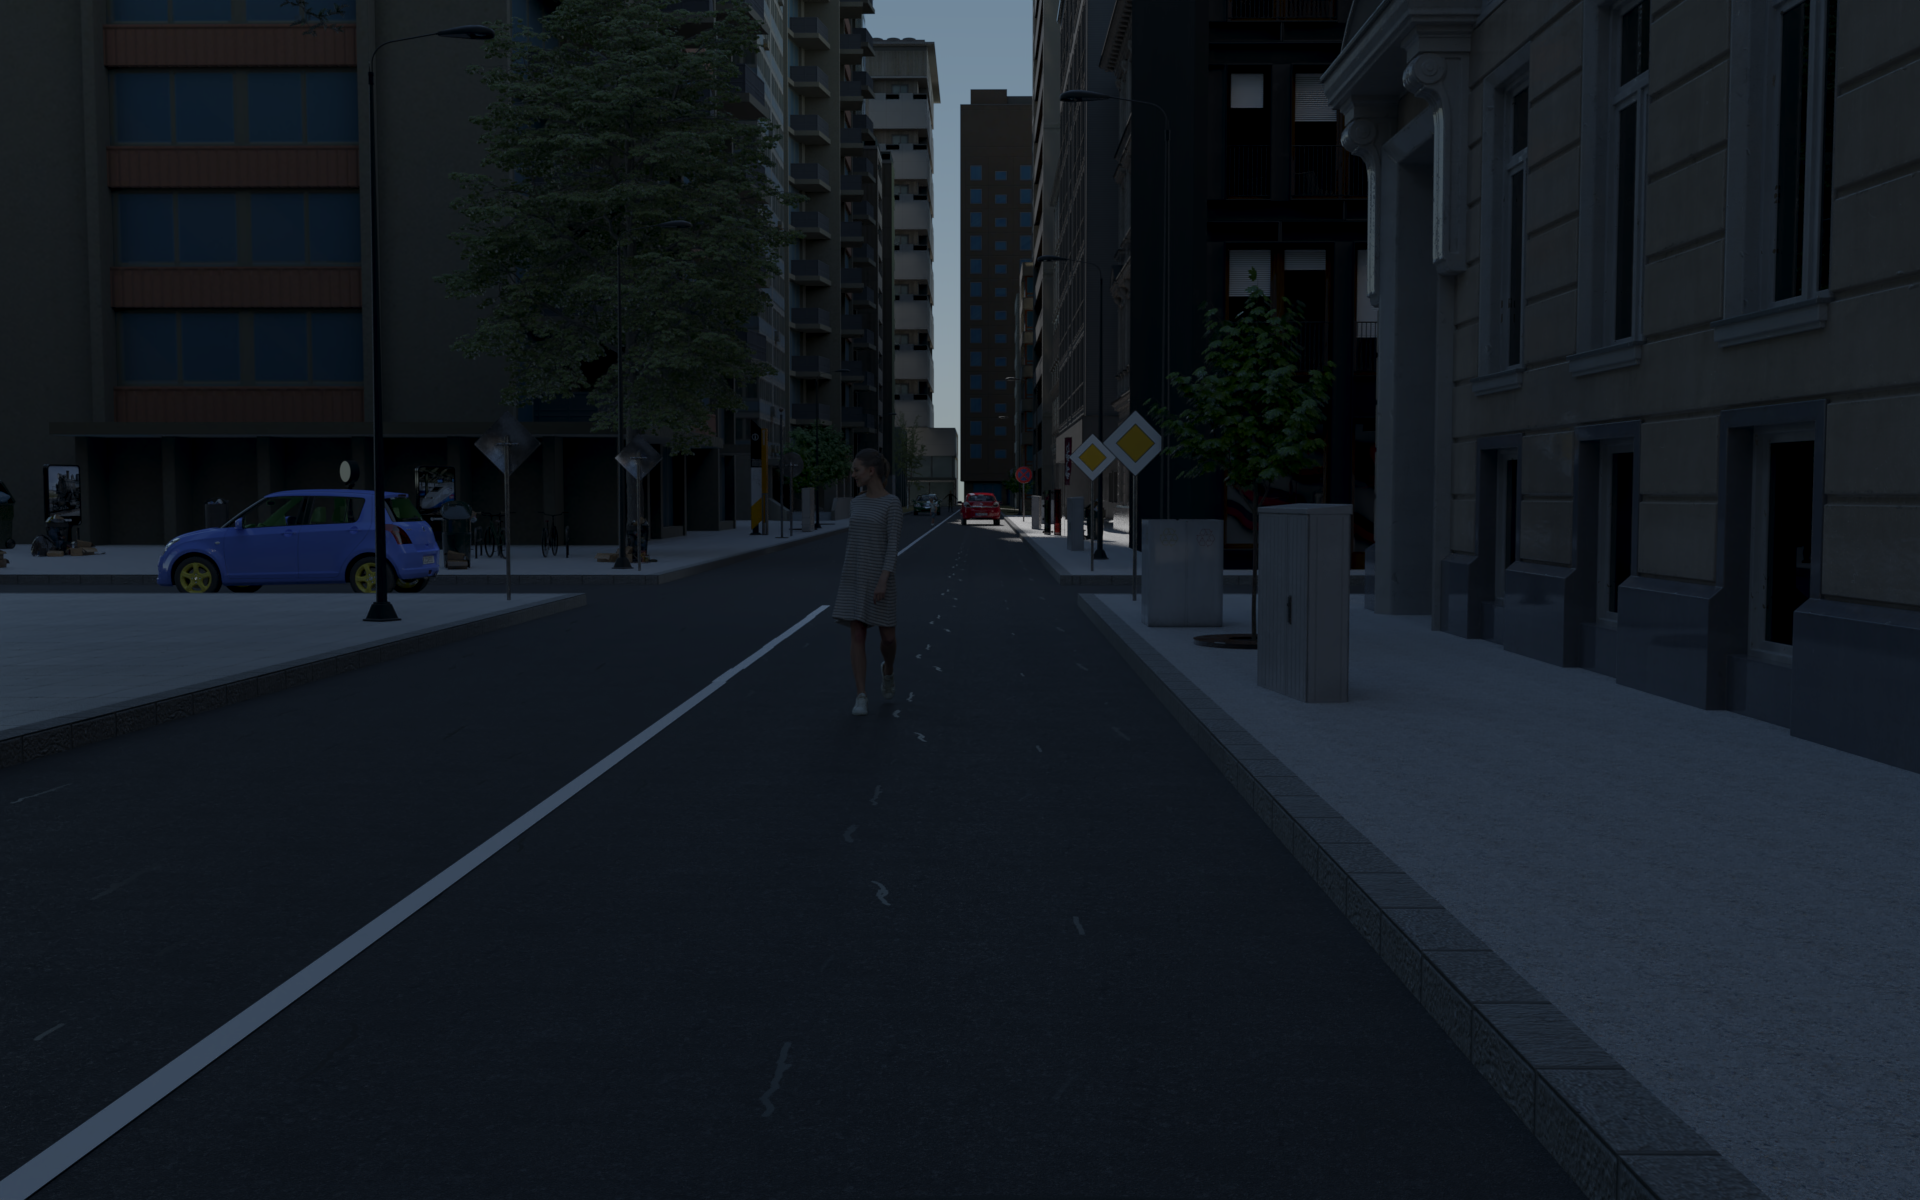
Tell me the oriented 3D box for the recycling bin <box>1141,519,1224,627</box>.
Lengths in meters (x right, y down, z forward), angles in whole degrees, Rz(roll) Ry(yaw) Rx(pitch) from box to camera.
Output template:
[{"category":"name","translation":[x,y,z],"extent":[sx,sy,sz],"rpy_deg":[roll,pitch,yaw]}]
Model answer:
[{"category":"recycling bin","translation":[2.174,-0.271,16.989],"extent":[0.722,1.027,0.722],"rpy_deg":[0,3,0]}]

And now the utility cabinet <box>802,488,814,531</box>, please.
[{"category":"utility cabinet","translation":[-5.194,-3.084,59.095],"extent":[0.318,1.500,1.173],"rpy_deg":[0,4,2]}]

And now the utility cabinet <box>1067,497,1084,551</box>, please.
[{"category":"utility cabinet","translation":[2.630,-1.738,39.581],"extent":[0.306,1.237,1.020],"rpy_deg":[0,4,-2]}]

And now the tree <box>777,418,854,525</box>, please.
[{"category":"tree","translation":[-6.016,-5.464,73.051],"extent":[4.285,4.588,4.351],"rpy_deg":[0,3,0]}]

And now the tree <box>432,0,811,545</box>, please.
[{"category":"tree","translation":[-6.934,-7.207,35.967],"extent":[7.486,12.596,7.792],"rpy_deg":[0,3,0]}]

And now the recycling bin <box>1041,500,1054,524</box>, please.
[{"category":"recycling bin","translation":[3.764,-3.822,75.051],"extent":[0.722,1.027,0.722],"rpy_deg":[1,4,11]}]

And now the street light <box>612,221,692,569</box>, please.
[{"category":"street light","translation":[-5.259,-3.489,29.583],"extent":[1.470,5.913,1.316],"rpy_deg":[0,4,1]}]

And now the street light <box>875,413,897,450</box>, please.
[{"category":"street light","translation":[-4.314,-7.756,99.357],"extent":[1.470,5.913,1.316],"rpy_deg":[0,4,1]}]

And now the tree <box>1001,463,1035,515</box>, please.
[{"category":"tree","translation":[3.860,-7.584,118.594],"extent":[1.663,3.219,1.824],"rpy_deg":[0,3,0]}]

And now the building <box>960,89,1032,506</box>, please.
[{"category":"building","translation":[7.195,-33.328,195.025],"extent":[14.200,45.320,14.600],"rpy_deg":[0,4,1]}]

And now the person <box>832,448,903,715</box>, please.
[{"category":"person","translation":[-0.596,-0.138,11.511],"extent":[0.466,1.731,0.760],"rpy_deg":[0,4,4]}]

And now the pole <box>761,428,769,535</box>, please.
[{"category":"pole","translation":[-6.071,-3.673,53.889],"extent":[0.158,3.312,0.155],"rpy_deg":[0,3,0]}]

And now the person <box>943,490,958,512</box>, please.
[{"category":"person","translation":[-0.754,-7.930,138.672],"extent":[1.217,1.766,0.721],"rpy_deg":[0,4,4]}]

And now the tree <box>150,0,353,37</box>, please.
[{"category":"tree","translation":[-6.872,-6.065,9.533],"extent":[12.009,13.543,11.850],"rpy_deg":[0,3,0]}]

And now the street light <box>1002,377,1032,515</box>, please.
[{"category":"street light","translation":[2.519,-5.906,69.097],"extent":[1.470,5.913,1.316],"rpy_deg":[0,4,1]}]

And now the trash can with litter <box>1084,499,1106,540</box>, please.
[{"category":"trash can with litter","translation":[3.546,-2.267,48.459],"extent":[1.055,1.170,0.624],"rpy_deg":[2,4,30]}]

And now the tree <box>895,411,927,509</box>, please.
[{"category":"tree","translation":[-4.634,-12.345,152.205],"extent":[4.737,8.622,4.395],"rpy_deg":[0,3,0]}]

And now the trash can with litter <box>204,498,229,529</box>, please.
[{"category":"trash can with litter","translation":[-14.767,-1.468,35.065],"extent":[2.233,1.210,1.678],"rpy_deg":[1,4,12]}]

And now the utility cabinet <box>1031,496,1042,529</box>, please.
[{"category":"utility cabinet","translation":[2.818,-3.206,63.577],"extent":[0.306,1.237,1.020],"rpy_deg":[0,4,8]}]

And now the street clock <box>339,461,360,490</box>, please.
[{"category":"street clock","translation":[-13.201,-2.014,37.501],"extent":[0.471,2.002,0.358],"rpy_deg":[3,5,41]}]

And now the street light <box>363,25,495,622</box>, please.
[{"category":"street light","translation":[-5.308,-2.740,17.334],"extent":[1.470,5.913,1.316],"rpy_deg":[0,4,1]}]

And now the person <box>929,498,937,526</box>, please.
[{"category":"person","translation":[-1.220,-4.003,78.628],"extent":[0.352,1.250,0.332],"rpy_deg":[0,4,-7]}]

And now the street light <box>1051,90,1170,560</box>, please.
[{"category":"street light","translation":[1.845,-2.908,20.085],"extent":[1.470,5.913,1.316],"rpy_deg":[0,4,1]}]

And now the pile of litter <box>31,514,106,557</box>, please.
[{"category":"pile of litter","translation":[-18.593,-1.356,36.132],"extent":[1.176,0.858,1.719],"rpy_deg":[2,4,29]}]

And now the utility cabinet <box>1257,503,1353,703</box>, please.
[{"category":"utility cabinet","translation":[2.186,0.003,11.109],"extent":[0.306,1.237,1.020],"rpy_deg":[0,4,-7]}]

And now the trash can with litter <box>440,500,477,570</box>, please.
[{"category":"trash can with litter","translation":[-8.600,-1.127,29.810],"extent":[0.624,1.170,1.055],"rpy_deg":[-1,4,-19]}]

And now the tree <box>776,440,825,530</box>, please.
[{"category":"tree","translation":[-5.546,-4.105,61.714],"extent":[1.663,3.219,1.824],"rpy_deg":[0,3,0]}]

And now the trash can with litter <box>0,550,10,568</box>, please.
[{"category":"trash can with litter","translation":[-16.890,-1.126,29.793],"extent":[0.624,1.170,1.055],"rpy_deg":[0,4,0]}]

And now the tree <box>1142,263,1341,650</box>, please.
[{"category":"tree","translation":[2.375,-1.229,14.696],"extent":[1.663,3.219,1.824],"rpy_deg":[0,3,0]}]

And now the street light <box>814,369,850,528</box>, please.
[{"category":"street light","translation":[-4.787,-5.628,64.563],"extent":[1.470,5.913,1.316],"rpy_deg":[0,4,1]}]

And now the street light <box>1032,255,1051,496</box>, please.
[{"category":"street light","translation":[2.207,-3.750,33.850],"extent":[1.470,5.913,1.316],"rpy_deg":[0,4,1]}]

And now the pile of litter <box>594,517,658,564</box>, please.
[{"category":"pile of litter","translation":[-6.313,-1.146,32.701],"extent":[1.176,0.858,1.719],"rpy_deg":[-1,4,-10]}]
